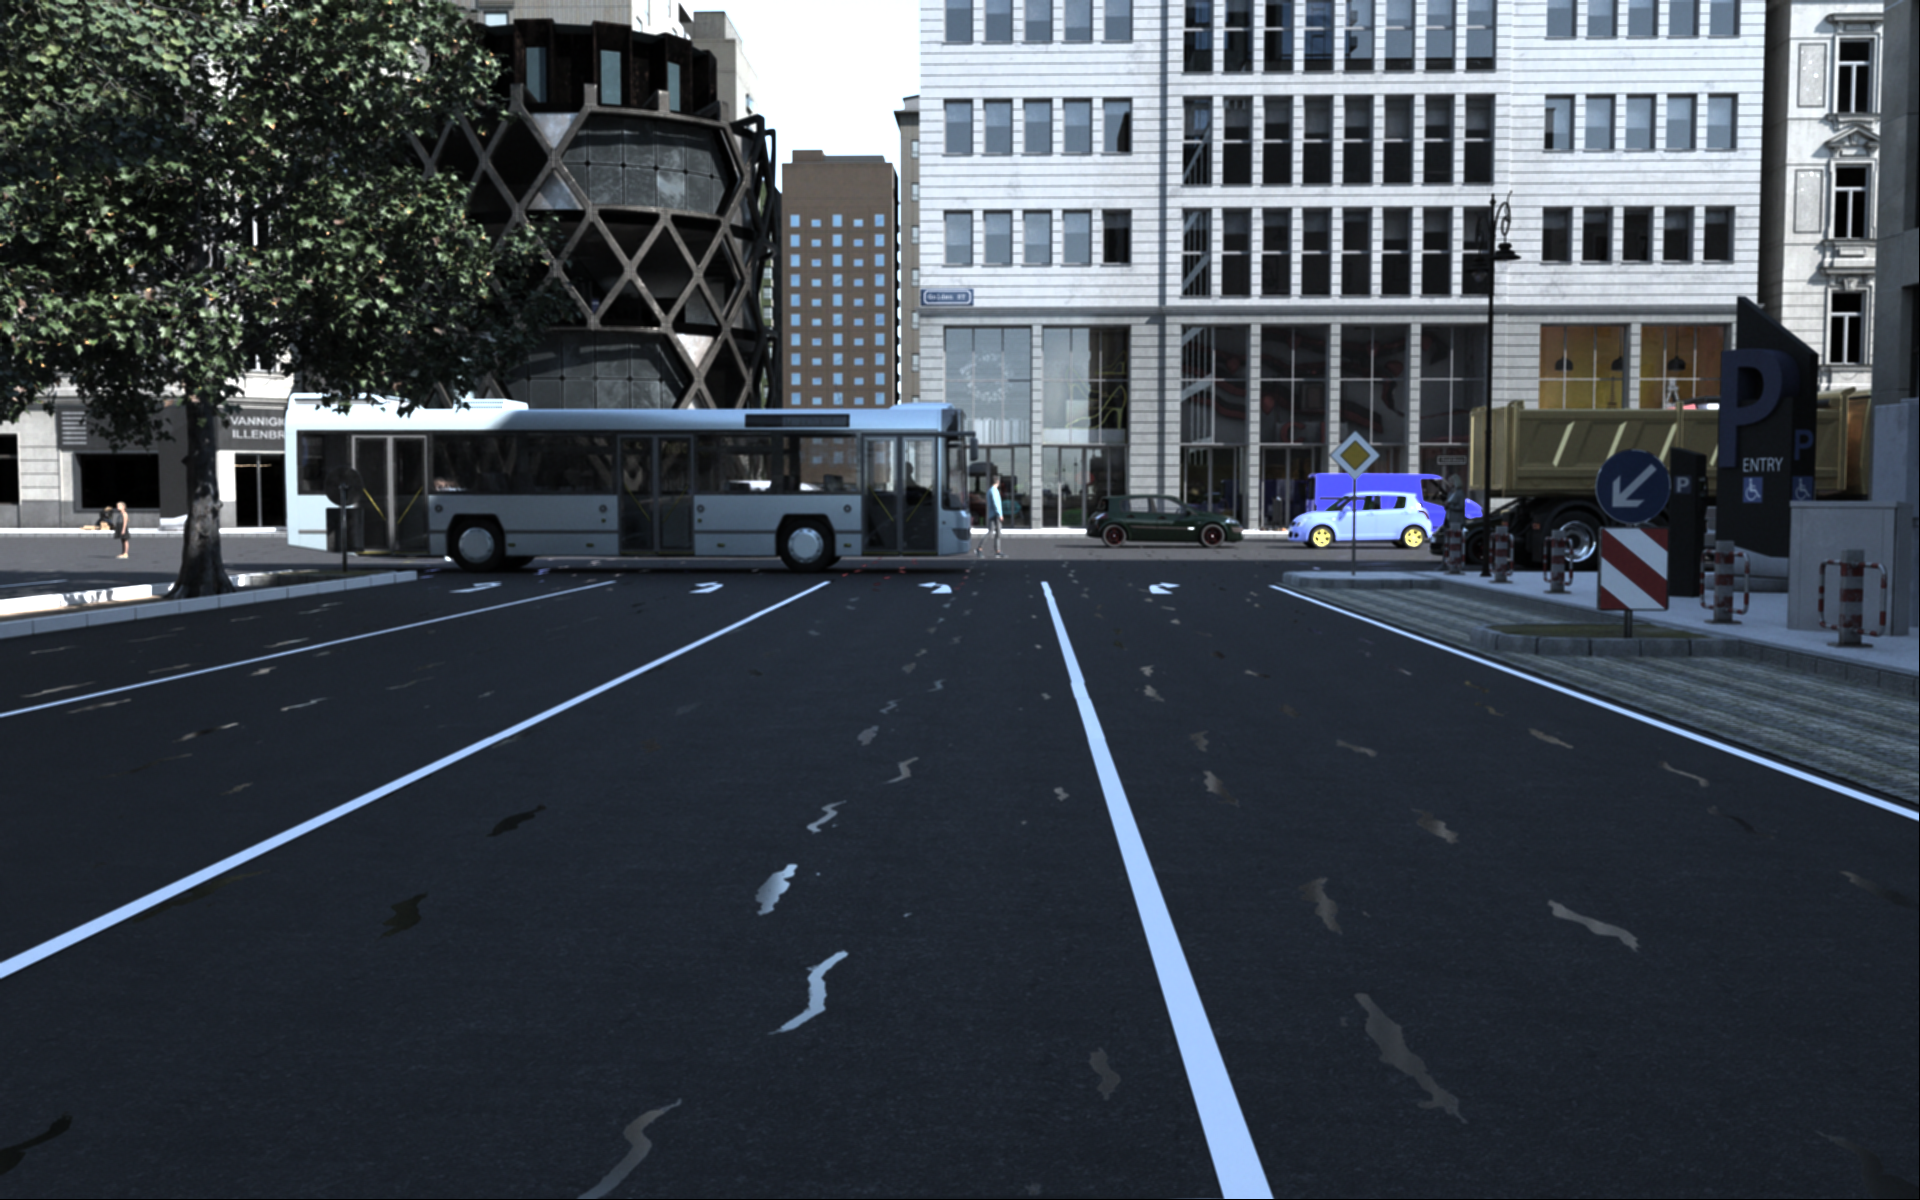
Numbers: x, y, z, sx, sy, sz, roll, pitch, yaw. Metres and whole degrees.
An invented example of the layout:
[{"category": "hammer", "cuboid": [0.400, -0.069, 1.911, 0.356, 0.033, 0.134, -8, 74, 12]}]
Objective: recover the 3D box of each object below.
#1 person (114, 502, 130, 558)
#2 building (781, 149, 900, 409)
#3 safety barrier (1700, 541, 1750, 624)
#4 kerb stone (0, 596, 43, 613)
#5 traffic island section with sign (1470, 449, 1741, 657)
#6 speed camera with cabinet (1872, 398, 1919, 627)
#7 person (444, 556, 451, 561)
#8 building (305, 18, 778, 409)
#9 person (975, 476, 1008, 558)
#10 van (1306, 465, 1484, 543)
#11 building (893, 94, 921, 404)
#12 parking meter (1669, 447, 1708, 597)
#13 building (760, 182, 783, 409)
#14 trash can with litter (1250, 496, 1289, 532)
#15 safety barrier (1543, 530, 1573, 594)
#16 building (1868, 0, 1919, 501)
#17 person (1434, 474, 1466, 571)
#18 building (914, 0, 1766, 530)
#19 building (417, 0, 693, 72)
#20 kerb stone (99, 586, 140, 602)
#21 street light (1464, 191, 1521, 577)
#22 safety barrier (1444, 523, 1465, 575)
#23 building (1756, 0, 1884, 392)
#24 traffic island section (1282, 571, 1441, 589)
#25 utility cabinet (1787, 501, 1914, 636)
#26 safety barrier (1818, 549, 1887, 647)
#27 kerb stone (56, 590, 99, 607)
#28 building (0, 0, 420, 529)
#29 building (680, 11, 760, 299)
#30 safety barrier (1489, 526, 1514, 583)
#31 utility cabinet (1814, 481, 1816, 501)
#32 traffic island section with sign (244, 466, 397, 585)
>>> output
[{"category": "person", "cuboid": [-18.868, -1.578, 38.971, 0.373, 1.253, 0.362, -3, 5, -42]}, {"category": "building", "cuboid": [-15.391, -35.336, 227.858, 14.200, 45.320, 14.600, 0, 4, 2]}, {"category": "safety barrier", "cuboid": [7.568, -0.176, 17.157, 0.300, 0.817, 1.120, 0, 4, 2]}, {"category": "kerb stone", "cuboid": [-11.493, 0.053, 21.321, 0.120, 0.150, 1.000, 0, 4, 2]}, {"category": "traffic island section with sign", "cuboid": [5.877, -0.458, 16.118, 1.989, 1.847, 2.006, 0, 4, 2]}, {"category": "speed camera with cabinet", "cuboid": [10.029, -1.379, 16.888, 2.038, 3.252, 0.660, 0, 4, -5]}, {"category": "person", "cuboid": [-10.938, -1.730, 37.044, 0.793, 1.790, 0.793, 3, 5, 41]}, {"category": "building", "cuboid": [-15.694, -12.404, 70.257, 16.811, 18.784, 16.820, 0, 4, 2]}, {"category": "person", "cuboid": [0.709, -1.883, 39.142, 0.748, 1.841, 0.638, 0, 4, 3]}, {"category": "van", "cuboid": [13.021, -2.906, 51.892, 5.245, 2.365, 2.240, 0, 4, 3]}, {"category": "building", "cuboid": [5.688, -39.472, 234.607, 27.495, 52.752, 28.713, 0, 4, 2]}, {"category": "parking meter", "cuboid": [9.095, -0.975, 21.646, 0.255, 1.863, 0.399, -3, 5, -40]}, {"category": "building", "cuboid": [-30.618, -33.301, 228.062, 14.086, 41.232, 14.154, 0, 4, 2]}, {"category": "trash can with litter", "cuboid": [10.833, -2.975, 59.695, 1.678, 1.210, 2.233, -1, 4, -20]}, {"category": "safety barrier", "cuboid": [7.732, -0.497, 22.395, 0.300, 0.817, 1.120, 0, 4, 2]}, {"category": "building", "cuboid": [21.267, -12.280, 5.295, 19.350, 26.468, 34.151, 0, 4, 2]}, {"category": "person", "cuboid": [9.172, -1.441, 32.242, 0.526, 1.800, 0.537, -1, 4, -12]}, {"category": "building", "cuboid": [13.450, -17.660, 66.229, 29.804, 29.767, 11.434, 0, 4, 2]}, {"category": "building", "cuboid": [-36.156, -33.455, 136.232, 28.713, 52.752, 27.495, 0, 4, 2]}, {"category": "kerb stone", "cuboid": [-11.422, -0.072, 23.377, 0.120, 0.150, 1.000, 0, 4, 2]}, {"category": "street light", "cuboid": [8.188, -3.303, 26.785, 0.468, 5.910, 1.993, 0, 4, 2]}, {"category": "safety barrier", "cuboid": [7.896, -0.817, 27.631, 0.300, 0.817, 1.120, 0, 4, 2]}, {"category": "building", "cuboid": [50.619, -17.818, 67.742, 44.131, 29.872, 17.030, 0, 4, 2]}, {"category": "traffic island section", "cuboid": [6.224, -0.309, 27.325, 2.009, 0.180, 2.903, 0, 4, 2]}, {"category": "utility cabinet", "cuboid": [8.249, -0.300, 16.068, 0.306, 1.237, 1.020, -2, 4, -33]}, {"category": "safety barrier", "cuboid": [7.483, -0.016, 14.539, 0.300, 0.817, 1.120, 0, 4, 2]}, {"category": "kerb stone", "cuboid": [-11.461, -0.009, 22.347, 0.120, 0.150, 1.000, 0, 4, 2]}, {"category": "building", "cuboid": [-46.138, -18.034, 71.267, 44.131, 29.872, 17.030, 0, 4, 2]}, {"category": "building", "cuboid": [-31.924, -33.566, 172.504, 21.600, 48.544, 21.300, 0, 4, 2]}, {"category": "safety barrier", "cuboid": [7.815, -0.656, 25.007, 0.300, 0.817, 1.120, 0, 4, 2]}, {"category": "utility cabinet", "cuboid": [12.334, -1.074, 26.236, 1.173, 1.500, 0.318, -1, 4, -11]}, {"category": "traffic island section with sign", "cuboid": [-10.217, -1.220, 28.083, 2.006, 1.907, 1.989, 0, 4, 2]}]
